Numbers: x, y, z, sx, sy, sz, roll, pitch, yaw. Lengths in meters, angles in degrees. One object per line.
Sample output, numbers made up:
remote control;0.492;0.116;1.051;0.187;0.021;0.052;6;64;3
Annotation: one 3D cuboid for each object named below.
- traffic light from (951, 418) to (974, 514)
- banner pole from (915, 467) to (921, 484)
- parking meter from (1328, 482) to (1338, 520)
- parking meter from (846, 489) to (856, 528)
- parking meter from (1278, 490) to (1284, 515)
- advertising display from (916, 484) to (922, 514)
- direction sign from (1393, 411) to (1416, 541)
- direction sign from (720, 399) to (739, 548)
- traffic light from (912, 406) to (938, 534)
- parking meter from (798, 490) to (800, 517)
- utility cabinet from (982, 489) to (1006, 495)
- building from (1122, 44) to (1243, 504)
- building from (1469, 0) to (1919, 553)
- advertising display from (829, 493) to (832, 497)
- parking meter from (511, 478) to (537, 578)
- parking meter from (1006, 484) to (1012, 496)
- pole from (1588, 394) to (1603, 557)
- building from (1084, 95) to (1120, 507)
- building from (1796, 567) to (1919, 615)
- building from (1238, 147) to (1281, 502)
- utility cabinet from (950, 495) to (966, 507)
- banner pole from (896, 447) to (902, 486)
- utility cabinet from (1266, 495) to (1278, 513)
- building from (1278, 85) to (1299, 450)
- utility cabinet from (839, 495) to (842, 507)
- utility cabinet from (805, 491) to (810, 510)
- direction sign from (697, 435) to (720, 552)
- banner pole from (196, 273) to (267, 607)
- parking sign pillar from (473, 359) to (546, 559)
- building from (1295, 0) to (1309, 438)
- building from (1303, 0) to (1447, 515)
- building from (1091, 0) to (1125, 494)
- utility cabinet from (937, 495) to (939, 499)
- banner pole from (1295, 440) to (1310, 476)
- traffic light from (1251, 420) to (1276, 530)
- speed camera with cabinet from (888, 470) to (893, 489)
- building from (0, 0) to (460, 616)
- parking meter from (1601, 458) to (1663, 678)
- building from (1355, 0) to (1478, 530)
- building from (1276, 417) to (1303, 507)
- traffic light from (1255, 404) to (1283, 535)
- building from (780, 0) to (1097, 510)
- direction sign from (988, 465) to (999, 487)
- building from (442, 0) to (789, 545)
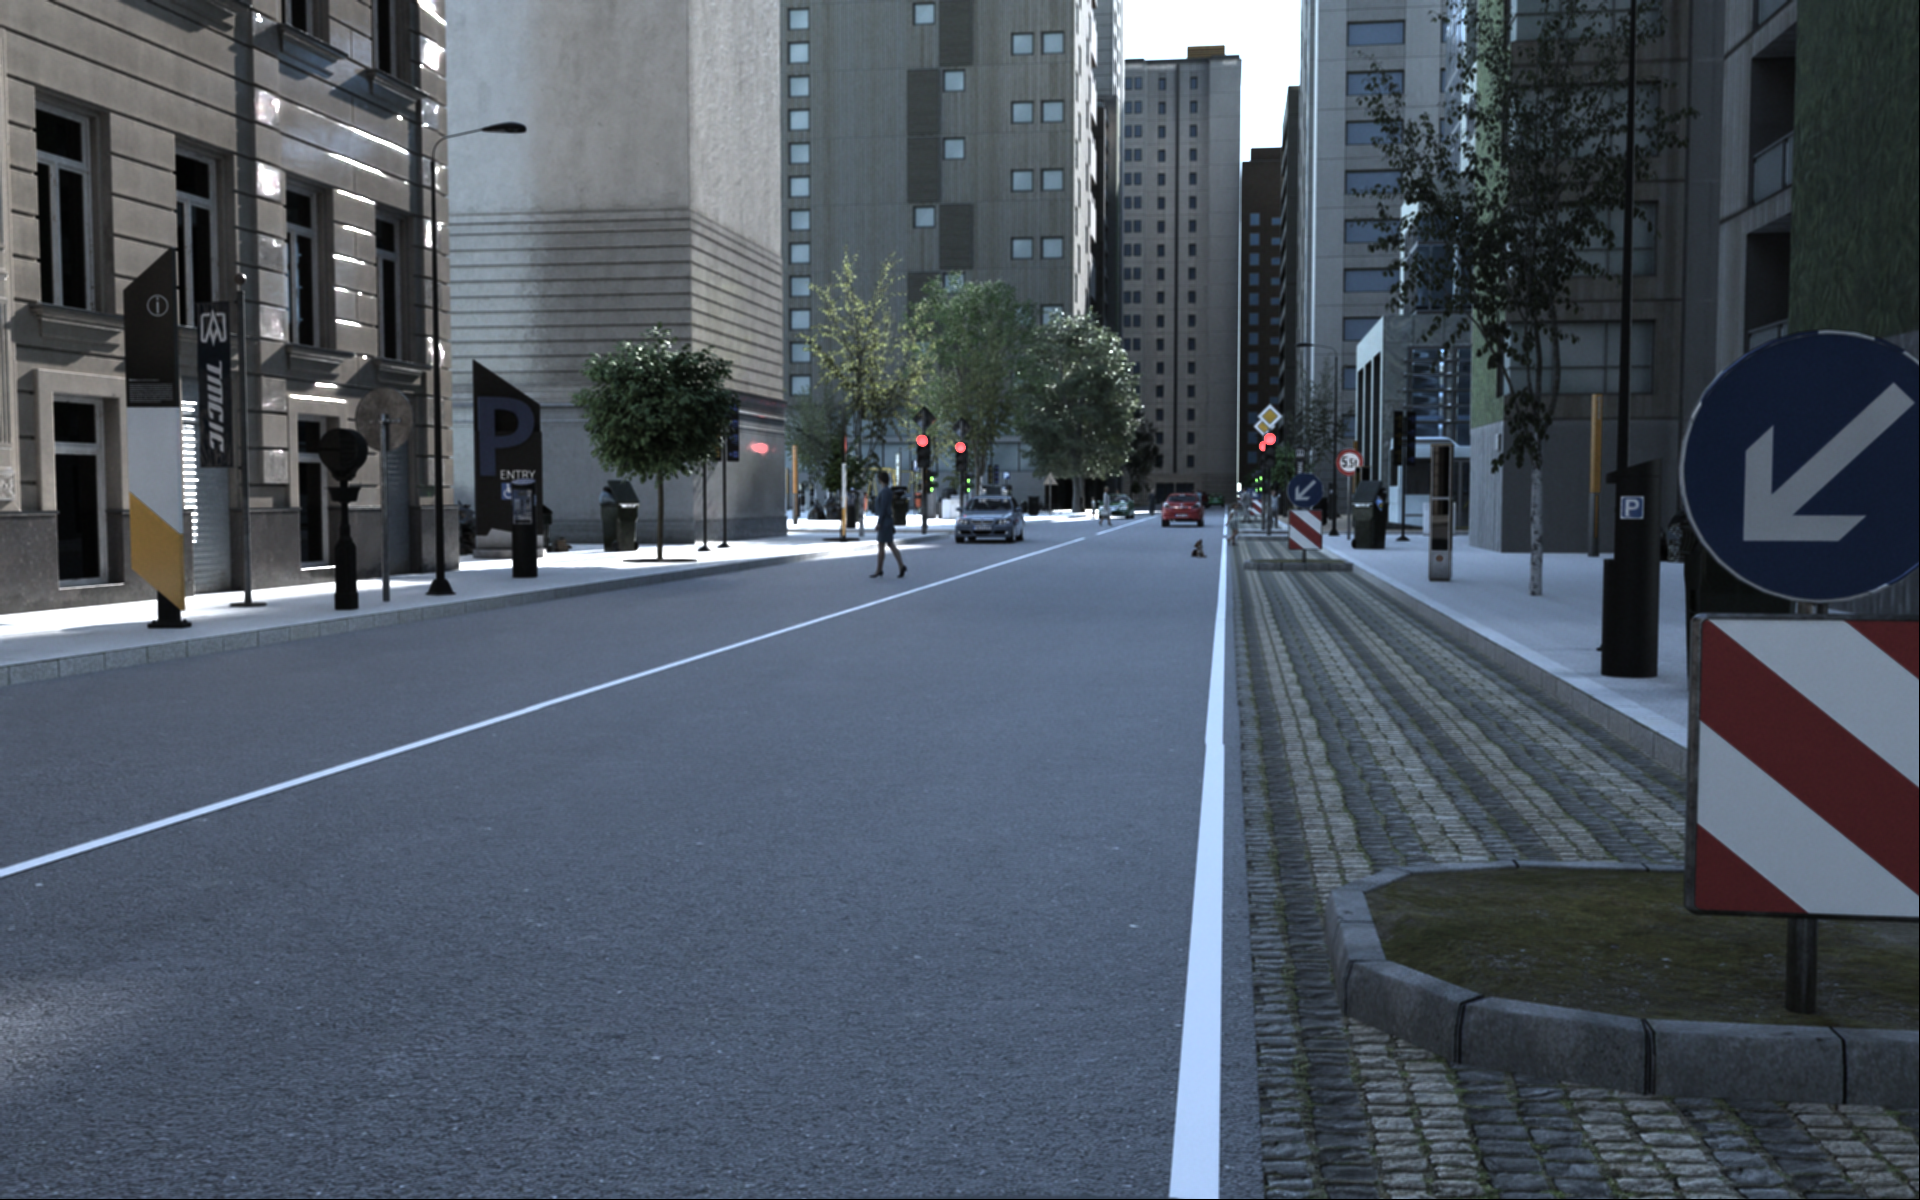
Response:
traffic light;0.080;-4.554;63.379;0.839;4.253;0.868;1;4;9
banner pole;-3.181;-8.646;131.379;0.863;3.779;0.401;2;4;33
parking meter;18.564;-4.925;86.230;0.399;1.863;0.255;3;4;38
parking meter;-4.093;-3.460;64.986;0.372;1.533;0.369;0;3;0
parking meter;20.059;-6.101;108.163;0.372;1.533;0.369;0;3;0
advertising display;-2.517;-6.688;114.558;0.123;1.923;0.974;3;5;45
direction sign;12.164;-3.392;47.460;0.876;3.537;0.379;-3;4;-36
direction sign;-5.602;-3.009;41.188;0.379;3.537;0.876;3;5;43
traffic light;-1.137;-4.071;55.486;0.839;4.253;0.868;1;4;9
parking meter;-9.025;-5.341;95.728;0.372;1.533;0.369;0;3;0
utility cabinet;1.440;-4.460;81.599;1.173;1.500;0.318;2;4;25
building;23.282;-42.232;232.499;28.212;58.520;21.231;1;4;9
building;19.809;-21.940;42.309;14.154;41.232;14.086;1;4;9
advertising display;-9.232;-7.216;123.190;0.123;1.923;0.974;-1;4;-8
parking meter;-6.711;-1.117;26.678;0.372;1.533;0.369;0;3;0
parking meter;2.914;-5.962;103.190;0.255;1.863;0.399;-2;4;-24
pole;12.977;-2.540;35.372;0.158;3.312;0.155;0;3;0
building;8.465;-29.959;173.431;14.154;41.232;14.086;1;4;9
building;17.166;-20.600;20.412;14.154;41.232;14.086;1;4;9
building;43.658;-35.217;225.905;14.200;45.320;14.600;1;4;9
utility cabinet;-0.123;-6.349;114.972;1.020;1.237;0.306;0;4;8
banner pole;-3.293;-6.312;93.222;0.401;3.779;0.863;-2;4;-25
utility cabinet;21.312;-6.541;118.106;0.306;1.237;1.020;-2;4;-25
building;47.256;-34.982;195.657;21.300;48.544;21.600;1;4;9
utility cabinet;-8.406;-6.815;122.581;0.306;1.237;1.020;0;4;-5
utility cabinet;-12.057;-7.812;136.405;0.318;1.500;1.173;-1;4;-12
direction sign;-5.688;-2.848;38.570;0.379;3.537;0.876;-1;4;-20
banner pole;-8.388;-1.824;19.838;0.863;3.779;0.401;1;4;19
parking sign pillar;-9.091;-2.837;34.853;1.447;3.967;1.447;-1;4;-20
building;43.420;-34.306;150.145;28.713;52.752;27.495;1;4;9
building;34.548;-35.286;118.932;21.231;58.520;28.212;1;4;9
building;8.248;-46.685;201.559;20.611;71.187;20.563;1;4;9
utility cabinet;-2.145;-7.556;134.704;1.020;1.237;0.306;0;4;5
banner pole;15.968;-5.537;80.548;0.863;3.779;0.401;1;4;20
traffic light;10.817;-4.454;61.745;0.839;4.253;0.868;1;4;9
speed camera with cabinet;-5.028;-8.861;139.205;0.660;3.252;2.038;-3;5;-44
building;-15.861;-13.458;17.304;12.463;27.353;25.104;1;4;9
parking meter;4.738;-0.233;12.219;0.372;1.533;0.369;0;3;0
building;32.234;-46.242;68.725;31.000;86.520;22.319;1;4;9
building;42.603;-45.020;174.332;20.563;71.187;20.611;1;4;9
traffic light;9.600;-3.971;53.853;0.839;4.253;0.868;1;4;9
building;-2.157;-34.504;153.386;28.713;52.752;27.495;1;4;9
direction sign;2.594;-8.744;134.959;0.876;3.537;0.379;2;4;23
building;-14.837;-12.244;49.348;18.267;20.994;9.793;1;4;9
